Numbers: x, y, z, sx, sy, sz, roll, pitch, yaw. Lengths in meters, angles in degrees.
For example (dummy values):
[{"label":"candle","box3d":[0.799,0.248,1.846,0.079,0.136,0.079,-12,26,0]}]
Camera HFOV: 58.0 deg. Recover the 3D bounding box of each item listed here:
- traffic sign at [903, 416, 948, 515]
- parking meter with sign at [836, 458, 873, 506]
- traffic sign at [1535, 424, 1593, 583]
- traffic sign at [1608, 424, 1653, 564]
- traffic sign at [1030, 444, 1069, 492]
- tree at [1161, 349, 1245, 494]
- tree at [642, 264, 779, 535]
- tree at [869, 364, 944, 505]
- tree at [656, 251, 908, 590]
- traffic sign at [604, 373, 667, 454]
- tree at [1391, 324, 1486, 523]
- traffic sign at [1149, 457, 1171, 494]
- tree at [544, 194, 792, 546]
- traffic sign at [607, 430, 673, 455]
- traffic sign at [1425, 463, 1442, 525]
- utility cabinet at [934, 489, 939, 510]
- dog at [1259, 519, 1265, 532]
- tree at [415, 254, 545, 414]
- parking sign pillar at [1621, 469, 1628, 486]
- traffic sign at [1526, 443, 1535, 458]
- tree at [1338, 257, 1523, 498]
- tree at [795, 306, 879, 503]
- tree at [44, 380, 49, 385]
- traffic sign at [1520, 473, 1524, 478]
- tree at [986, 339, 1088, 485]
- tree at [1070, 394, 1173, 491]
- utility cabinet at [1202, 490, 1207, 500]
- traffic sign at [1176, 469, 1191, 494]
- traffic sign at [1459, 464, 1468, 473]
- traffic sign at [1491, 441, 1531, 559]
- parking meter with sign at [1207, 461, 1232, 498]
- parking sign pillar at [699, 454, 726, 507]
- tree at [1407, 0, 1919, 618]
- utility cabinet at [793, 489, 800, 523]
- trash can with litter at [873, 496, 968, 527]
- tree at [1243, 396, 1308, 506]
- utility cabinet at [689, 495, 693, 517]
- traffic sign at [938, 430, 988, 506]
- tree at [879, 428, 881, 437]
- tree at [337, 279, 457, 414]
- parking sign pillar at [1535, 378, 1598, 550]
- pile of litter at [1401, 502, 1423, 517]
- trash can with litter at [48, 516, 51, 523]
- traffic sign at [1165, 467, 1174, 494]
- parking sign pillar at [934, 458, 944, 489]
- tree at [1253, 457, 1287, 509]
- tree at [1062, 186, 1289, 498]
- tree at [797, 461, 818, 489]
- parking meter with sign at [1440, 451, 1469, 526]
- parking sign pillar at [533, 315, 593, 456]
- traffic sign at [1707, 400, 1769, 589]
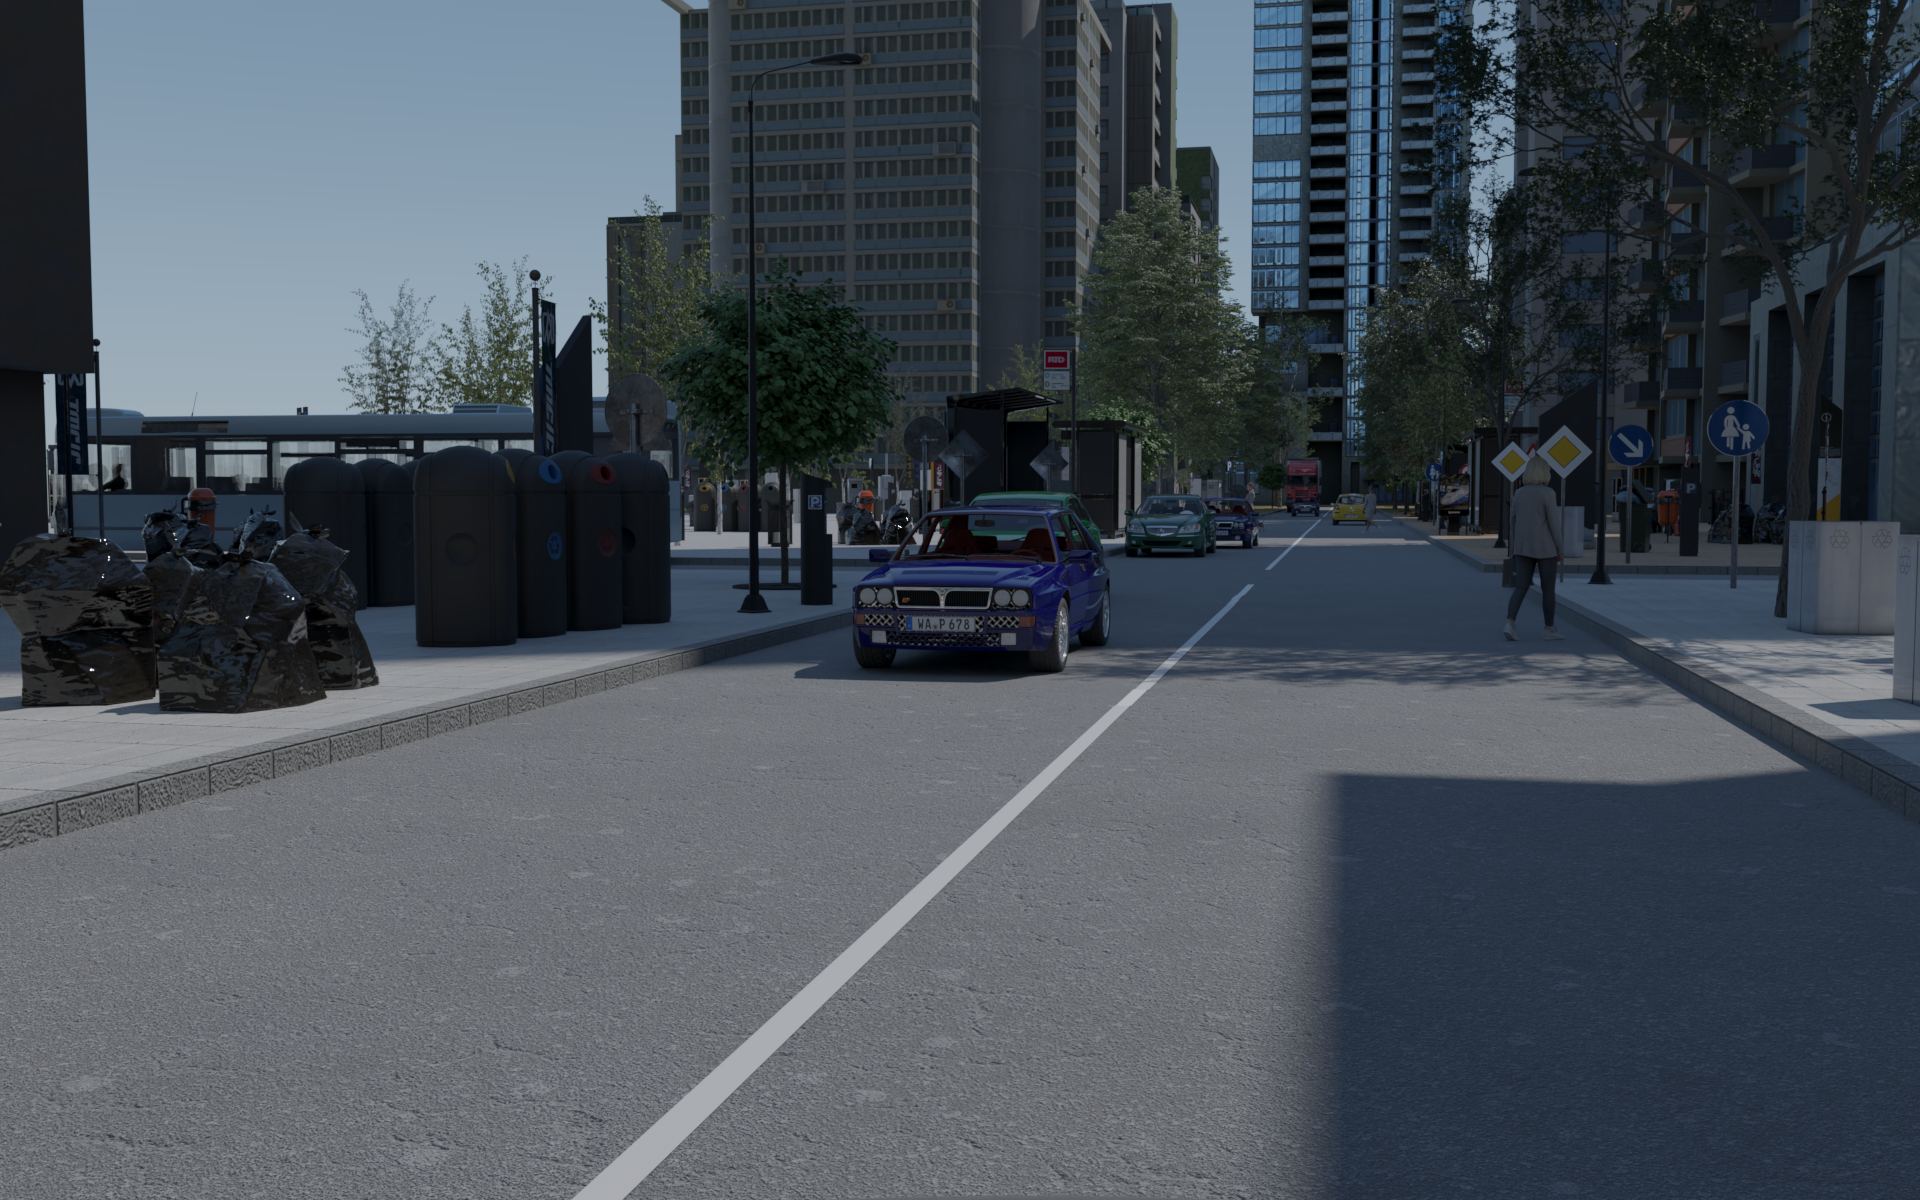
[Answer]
[{"label":"traffic sign","box3d":[-0.571,-1.719,28.208,0.768,2.556,0.104,1,4,17]},{"label":"parking meter with sign","box3d":[-5.101,-5.362,83.934,1.738,3.016,0.543,-1,4,-14]},{"label":"traffic sign","box3d":[8.717,-1.309,25.051,0.795,2.450,0.064,1,4,13]},{"label":"traffic sign","box3d":[12.299,-1.939,31.814,0.768,2.556,0.104,1,4,22]},{"label":"traffic sign","box3d":[1.785,-1.906,34.798,0.795,2.450,0.064,1,4,13]},{"label":"tree","box3d":[11.386,-8.158,83.738,4.737,8.622,4.395,0,3,0]},{"label":"tree","box3d":[-7.839,-6.375,54.590,4.360,8.622,3.978,0,3,0]},{"label":"tree","box3d":[-3.336,-9.072,98.692,4.360,8.622,3.978,0,3,0]},{"label":"tree","box3d":[-2.441,-2.448,23.732,4.285,4.588,4.351,0,3,0]},{"label":"traffic sign","box3d":[-3.443,-1.114,18.320,0.768,2.556,0.104,1,4,22]},{"label":"tree","box3d":[20.924,-7.659,75.594,4.737,8.622,4.395,0,3,0]},{"label":"traffic sign","box3d":[6.835,-3.617,59.251,0.768,2.556,0.104,1,4,18]},{"label":"tree","box3d":[-7.020,-5.635,42.497,4.737,8.622,4.395,0,3,0]},{"label":"traffic sign","box3d":[-3.956,-1.306,21.353,0.884,2.594,0.081,1,4,15]},{"label":"traffic sign","box3d":[19.356,-4.315,70.651,0.768,2.556,0.104,1,4,13]},{"label":"utility cabinet","box3d":[-0.702,-4.031,74.580,1.173,1.500,0.318,-1,4,-21]},{"label":"dog","box3d":[11.420,-2.869,66.192,0.540,0.507,0.406,1,4,21]},{"label":"tree","box3d":[-14.224,-6.292,53.242,4.737,8.622,4.395,0,3,0]},{"label":"parking sign pillar","box3d":[39.202,-6.872,100.825,1.447,3.967,1.447,1,4,9]},{"label":"traffic sign","box3d":[14.596,-2.702,44.174,0.884,2.594,0.081,1,4,19]},{"label":"tree","box3d":[24.774,-11.272,90.953,9.857,13.997,8.962,0,3,0]},{"label":"tree","box3d":[-6.171,-6.969,64.301,4.737,8.622,4.395,0,3,0]},{"label":"tree","box3d":[-24.618,-5.671,43.077,4.737,8.622,4.395,0,3,0]},{"label":"traffic sign","box3d":[20.044,-3.829,62.714,0.768,2.556,0.104,1,4,22]},{"label":"tree","box3d":[2.888,-8.073,82.361,4.737,8.622,4.395,0,3,0]},{"label":"tree","box3d":[5.245,-4.467,56.742,4.285,4.588,4.351,0,3,0]},{"label":"utility cabinet","box3d":[14.891,-5.921,105.490,0.318,1.500,1.173,1,4,12]},{"label":"traffic sign","box3d":[11.209,-5.322,87.116,0.768,2.556,0.104,1,4,18]},{"label":"traffic sign","box3d":[21.399,-4.451,72.881,0.768,2.556,0.104,1,4,19]},{"label":"traffic sign","box3d":[10.461,-1.786,32.844,0.795,2.450,0.064,1,4,13]},{"label":"parking meter with sign","box3d":[13.482,-5.845,91.827,1.738,3.016,0.543,2,4,34]},{"label":"parking sign pillar","box3d":[-12.068,-5.873,84.488,1.447,3.967,1.447,0,4,-7]},{"label":"tree","box3d":[8.454,-5.077,17.419,8.767,10.594,7.601,2,4,27]},{"label":"utility cabinet","box3d":[-7.111,-4.156,76.626,0.318,1.500,1.173,-1,4,-16]},{"label":"trash can with litter","box3d":[-0.490,-1.532,36.106,2.233,1.210,1.678,-1,4,-15]},{"label":"tree","box3d":[32.981,-15.495,179.090,9.928,11.665,9.643,0,3,0]},{"label":"utility cabinet","box3d":[-14.487,-5.185,95.929,1.020,1.237,0.306,0,4,1]},{"label":"traffic sign","box3d":[0.041,-1.429,27.005,0.795,2.450,0.064,1,4,13]},{"label":"tree","box3d":[-5.825,-7.477,72.603,4.737,8.622,4.395,0,3,0]},{"label":"tree","box3d":[-19.580,-6.700,59.902,4.360,8.622,3.978,0,3,0]},{"label":"parking sign pillar","box3d":[14.128,-3.178,40.426,1.447,3.967,1.447,0,4,6]},{"label":"pile of litter","box3d":[25.286,-5.018,96.009,1.719,0.858,1.176,1,4,12]},{"label":"trash can with litter","box3d":[-40.349,-4.028,77.237,0.624,1.170,1.055,2,4,32]},{"label":"traffic sign","box3d":[8.789,-4.542,74.359,0.768,2.556,0.104,1,4,20]},{"label":"parking sign pillar","box3d":[-1.473,-6.938,101.914,1.447,3.967,1.447,0,4,-6]},{"label":"tree","box3d":[27.408,-10.259,151.453,4.285,4.588,4.351,0,3,0]},{"label":"tree","box3d":[7.148,-8.966,64.726,7.486,12.596,7.792,0,3,0]},{"label":"tree","box3d":[-8.657,-8.101,82.815,4.360,8.622,3.978,0,3,0]},{"label":"parking meter with sign","box3d":[20.220,-4.486,69.604,1.738,3.016,0.543,0,4,3]},{"label":"parking sign pillar","box3d":[-5.849,-2.270,25.583,1.447,3.967,1.447,1,4,9]},{"label":"traffic sign","box3d":[10.514,-1.429,23.466,0.768,2.556,0.104,1,4,21]}]
